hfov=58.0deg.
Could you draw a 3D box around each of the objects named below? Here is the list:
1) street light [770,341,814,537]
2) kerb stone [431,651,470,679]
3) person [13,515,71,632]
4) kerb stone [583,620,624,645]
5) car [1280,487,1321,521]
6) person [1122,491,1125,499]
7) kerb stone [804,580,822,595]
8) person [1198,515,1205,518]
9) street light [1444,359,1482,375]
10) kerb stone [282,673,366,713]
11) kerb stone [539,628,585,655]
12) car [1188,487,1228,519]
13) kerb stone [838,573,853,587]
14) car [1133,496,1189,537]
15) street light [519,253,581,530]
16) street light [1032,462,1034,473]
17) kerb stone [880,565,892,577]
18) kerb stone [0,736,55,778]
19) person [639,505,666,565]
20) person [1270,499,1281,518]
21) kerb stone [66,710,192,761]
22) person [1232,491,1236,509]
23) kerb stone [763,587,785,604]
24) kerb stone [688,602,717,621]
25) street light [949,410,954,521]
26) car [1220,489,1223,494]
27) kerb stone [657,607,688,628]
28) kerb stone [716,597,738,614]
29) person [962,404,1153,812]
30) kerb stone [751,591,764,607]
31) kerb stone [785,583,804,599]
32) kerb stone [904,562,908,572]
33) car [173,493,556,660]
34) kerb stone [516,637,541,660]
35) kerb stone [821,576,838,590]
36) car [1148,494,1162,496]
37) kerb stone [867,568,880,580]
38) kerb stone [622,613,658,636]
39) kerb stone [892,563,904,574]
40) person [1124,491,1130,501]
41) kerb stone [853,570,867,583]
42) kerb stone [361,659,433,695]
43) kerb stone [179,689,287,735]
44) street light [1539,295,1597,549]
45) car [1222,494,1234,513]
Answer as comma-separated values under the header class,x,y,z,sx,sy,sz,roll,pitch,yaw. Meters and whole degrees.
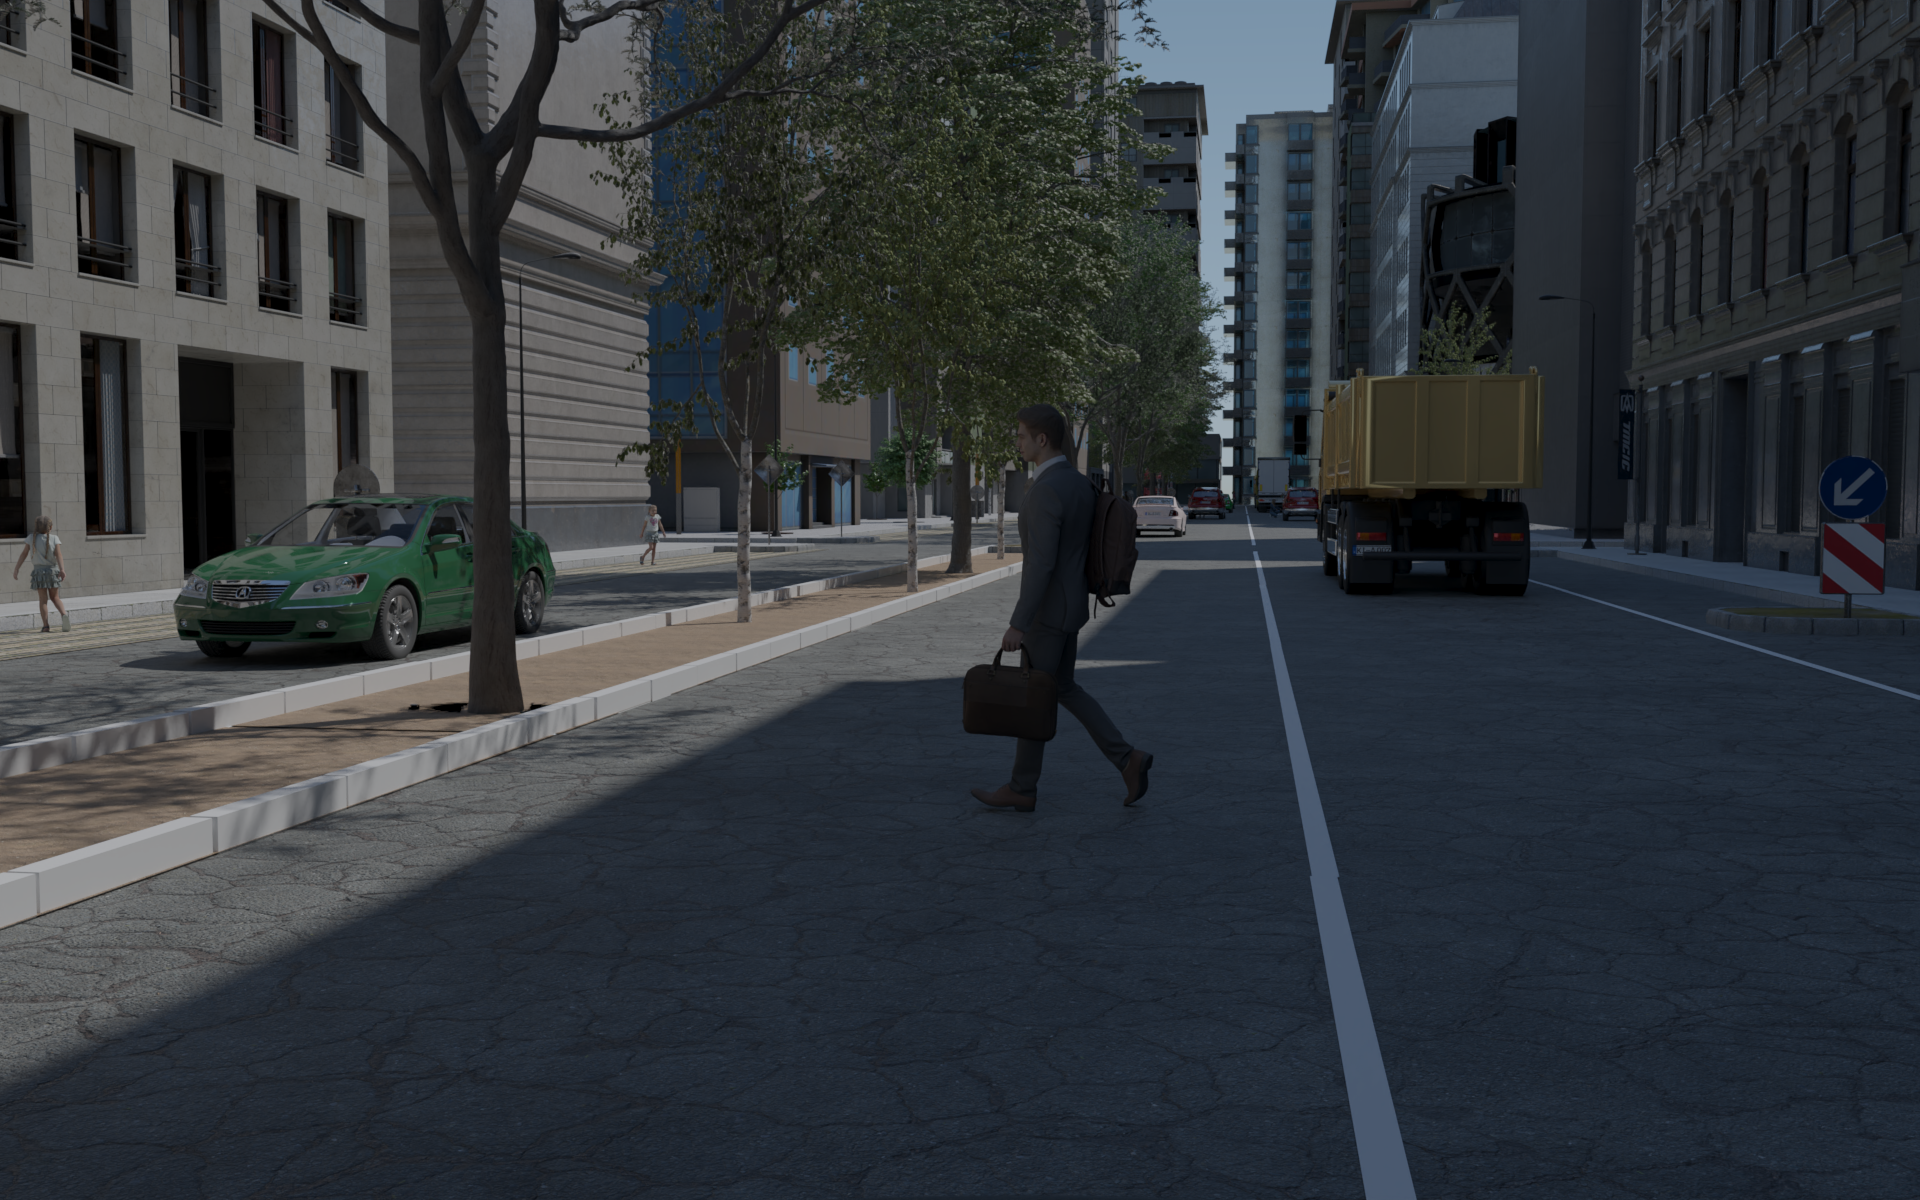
class,x,y,z,sx,sy,sz,roll,pitch,yaw
street light,-4.971,-4.837,51.619,1.470,5.913,1.316,1,4,9
kerb stone,-4.021,0.519,13.768,0.120,0.150,1.000,1,4,9
person,-9.440,-0.262,17.800,0.505,1.210,0.382,-2,4,-30
kerb stone,-3.522,0.330,16.806,0.120,0.150,1.000,1,4,9
car,18.410,-5.173,93.257,2.281,1.827,5.304,1,4,10
person,14.789,-9.004,156.452,0.721,1.736,1.217,0,4,-5
kerb stone,-2.200,-0.165,24.906,0.120,0.150,1.000,1,4,9
person,14.710,-5.902,105.205,0.606,1.804,0.583,-2,4,-29
street light,17.323,-5.325,59.609,1.470,5.913,1.316,1,4,9
kerb stone,-4.358,0.639,11.752,0.120,0.150,1.000,1,4,9
kerb stone,-3.690,0.392,15.798,0.120,0.150,1.000,1,4,9
car,14.248,-5.573,99.793,2.281,1.827,5.304,1,4,10
kerb stone,-1.872,-0.290,26.931,0.120,0.150,1.000,1,4,9
car,6.727,-2.858,59.093,2.083,1.381,4.827,1,4,10
street light,-7.977,-3.732,33.567,1.470,5.913,1.316,1,4,9
street light,5.386,-8.708,114.909,1.470,5.913,1.316,1,4,9
kerb stone,-1.372,-0.476,29.975,0.120,0.150,1.000,1,4,9
kerb stone,-4.852,0.829,8.706,0.120,0.150,1.000,1,4,9
person,-6.171,-1.302,34.799,0.505,1.210,0.382,-3,4,-39
person,19.238,-5.590,105.390,0.738,1.151,1.012,3,4,38
kerb stone,-4.685,0.768,9.728,0.120,0.150,1.000,1,4,9
person,26.370,-9.601,166.196,0.721,1.743,1.217,1,4,15
kerb stone,-2.534,-0.042,22.883,0.120,0.150,1.000,1,4,9
kerb stone,-3.024,0.150,19.849,0.120,0.150,1.000,1,4,9
street light,0.207,-6.762,83.100,1.470,5.913,1.316,1,4,9
car,20.267,-7.954,138.721,2.281,1.827,5.304,1,4,8
kerb stone,-3.197,0.206,18.832,0.120,0.150,1.000,1,4,9
kerb stone,-2.864,0.090,20.859,0.120,0.150,1.000,1,4,9
person,0.449,0.042,7.770,0.822,1.834,0.622,1,4,10
kerb stone,-2.699,0.022,21.867,0.120,0.150,1.000,1,4,9
kerb stone,-2.366,-0.104,23.891,0.120,0.150,1.000,1,4,9
kerb stone,-1.039,-0.599,32.000,0.120,0.150,1.000,1,4,9
car,-5.496,-0.292,16.577,2.131,1.459,4.920,1,4,10
kerb stone,-3.858,0.454,14.777,0.120,0.150,1.000,1,4,9
kerb stone,-2.035,-0.228,25.920,0.120,0.150,1.000,1,4,9
car,17.566,-8.933,155.837,2.009,1.686,4.222,1,4,8
kerb stone,-1.549,-0.410,28.963,0.120,0.150,1.000,1,4,9
kerb stone,-3.356,0.270,17.821,0.120,0.150,1.000,1,4,9
kerb stone,-1.212,-0.534,30.985,0.120,0.150,1.000,1,4,9
person,16.855,-10.129,174.833,0.721,1.735,1.217,-1,4,-18
kerb stone,-1.712,-0.352,27.954,0.120,0.150,1.000,1,4,9
kerb stone,-4.194,0.577,12.761,0.120,0.150,1.000,1,4,9
kerb stone,-4.520,0.701,10.739,0.120,0.150,1.000,1,4,9
street light,14.181,-4.153,40.435,1.470,5.913,1.316,1,4,9
car,19.906,-7.546,132.181,1.959,1.807,4.718,1,4,11
